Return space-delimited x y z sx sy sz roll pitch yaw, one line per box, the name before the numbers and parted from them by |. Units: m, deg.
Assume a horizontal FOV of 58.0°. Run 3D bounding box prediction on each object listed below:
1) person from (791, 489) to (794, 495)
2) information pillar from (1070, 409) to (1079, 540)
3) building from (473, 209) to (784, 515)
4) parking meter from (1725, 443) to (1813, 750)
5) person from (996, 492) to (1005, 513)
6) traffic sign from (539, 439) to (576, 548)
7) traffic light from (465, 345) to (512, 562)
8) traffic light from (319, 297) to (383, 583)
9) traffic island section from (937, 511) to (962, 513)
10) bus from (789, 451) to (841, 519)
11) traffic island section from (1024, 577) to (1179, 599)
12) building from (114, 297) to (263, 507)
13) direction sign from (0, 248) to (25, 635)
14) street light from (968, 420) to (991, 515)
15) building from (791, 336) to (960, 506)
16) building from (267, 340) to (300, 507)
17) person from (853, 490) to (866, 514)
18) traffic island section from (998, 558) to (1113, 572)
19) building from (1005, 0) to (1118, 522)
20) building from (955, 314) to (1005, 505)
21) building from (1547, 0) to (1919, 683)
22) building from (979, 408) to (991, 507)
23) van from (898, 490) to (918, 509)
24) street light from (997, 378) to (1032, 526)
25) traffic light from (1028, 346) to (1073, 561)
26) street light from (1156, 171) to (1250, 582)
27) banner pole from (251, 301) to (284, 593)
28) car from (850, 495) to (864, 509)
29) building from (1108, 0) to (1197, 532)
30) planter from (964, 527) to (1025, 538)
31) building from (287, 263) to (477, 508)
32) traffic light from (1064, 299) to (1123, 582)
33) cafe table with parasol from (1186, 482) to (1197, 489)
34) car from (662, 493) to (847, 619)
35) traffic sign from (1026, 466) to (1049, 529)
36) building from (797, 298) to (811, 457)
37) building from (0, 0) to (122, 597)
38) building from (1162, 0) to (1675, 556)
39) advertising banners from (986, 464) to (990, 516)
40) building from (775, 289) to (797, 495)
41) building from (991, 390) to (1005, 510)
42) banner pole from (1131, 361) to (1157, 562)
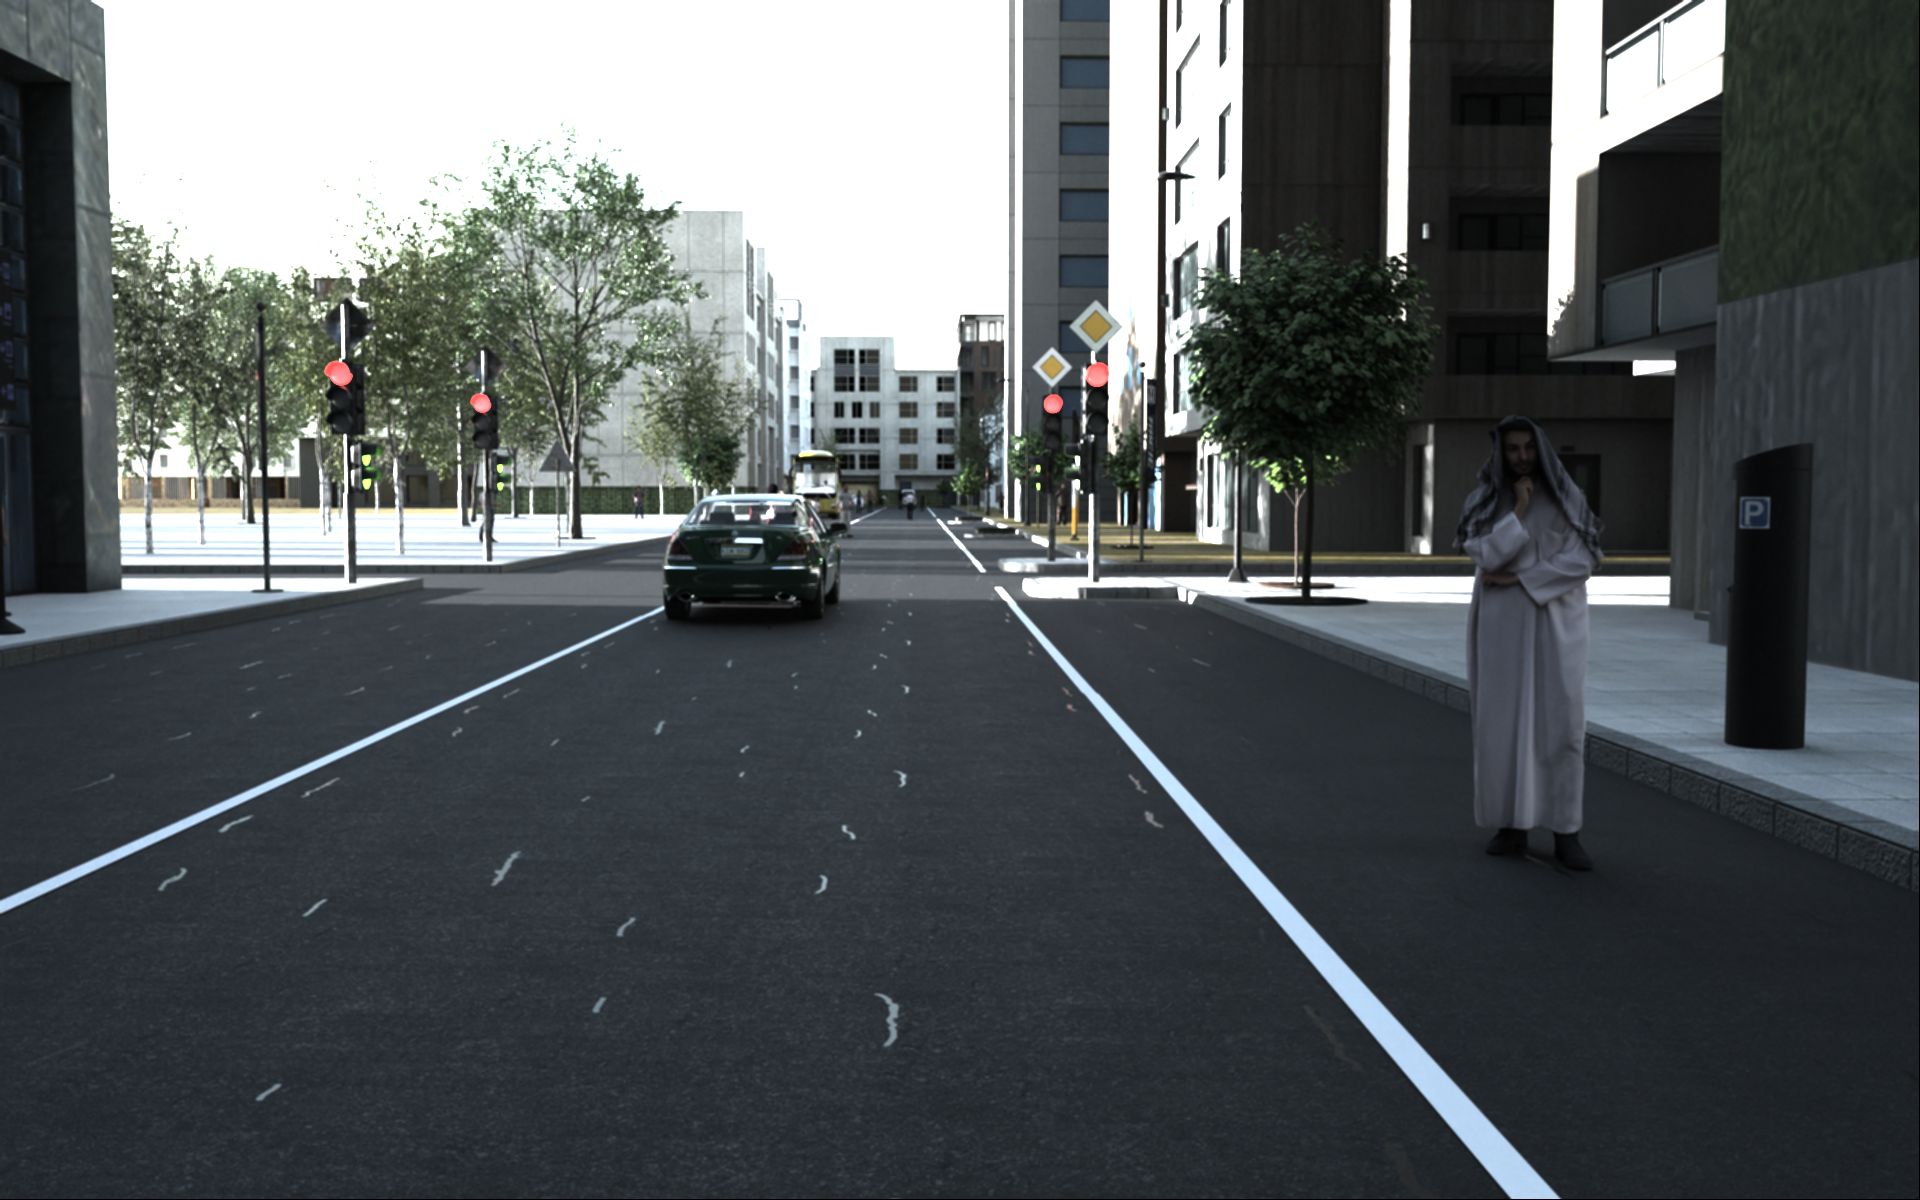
person | -15.835 -9.678 165.002 0.721 1.743 1.217 1 4 12
information pillar | 3.205 -3.466 48.030 0.183 3.616 0.504 1 4 16
building | -22.220 -15.727 123.598 16.747 18.905 31.486 0 4 -1
parking meter | 4.119 -0.025 8.824 0.372 1.533 0.369 0 3 0
person | 2.810 -6.562 116.597 1.065 1.426 0.557 -2 4 -35
traffic sign | -9.579 -2.524 41.266 0.884 2.594 0.081 0 4 1
traffic light | -8.945 -2.683 32.784 0.839 4.253 0.868 0 4 -1
traffic light | -8.740 -2.195 24.801 0.839 4.253 0.868 0 4 -1
traffic island section | -0.836 -6.857 134.975 1.991 0.108 1.994 0 4 -1
bus | -8.404 -6.776 102.328 2.896 3.916 12.252 0 4 -3
traffic island section | 1.978 -0.179 25.205 2.009 0.180 2.903 0 4 -1
building | -78.488 -19.368 173.089 11.380 20.091 16.016 0 4 -1
direction sign | -8.816 -1.458 15.830 0.379 3.537 0.876 0 4 -7
street light | 1.211 -8.299 108.230 1.470 5.913 1.316 0 4 -1
building | -15.931 -20.511 201.804 31.486 18.905 16.747 0 4 -1
building | -81.064 -20.982 199.476 11.380 20.091 16.016 0 4 -1
person | -7.479 -7.243 127.635 1.217 1.735 0.721 2 4 26
traffic island section | 1.773 -0.667 33.187 2.009 0.180 2.903 0 4 -1
building | 12.932 -33.676 92.599 21.231 58.520 28.212 0 4 -1
building | 16.007 -22.208 207.082 32.646 21.610 27.936 0 4 -1
building | 13.408 -20.300 15.508 14.154 41.232 14.086 0 4 -1
building | 6.863 -13.880 169.077 9.099 9.664 28.070 0 4 -1
van | -5.152 -10.113 172.365 2.013 2.044 4.112 0 4 -1
street light | 2.178 -5.944 69.733 1.470 5.913 1.316 0 4 -1
traffic light | 1.733 -2.700 33.072 0.839 4.253 0.868 0 4 -1
street light | 3.518 -3.216 25.117 1.470 5.913 1.316 0 4 -1
banner pole | -9.033 -1.981 22.407 0.401 3.779 0.863 -1 4 -15
car | -10.156 -9.400 166.054 2.083 1.381 4.827 0 4 -1
building | 13.249 -25.305 63.849 14.600 45.320 14.200 0 4 -1
planter | 1.137 -2.251 57.935 1.991 0.319 1.994 0 4 -1
building | -44.568 -19.782 167.412 32.646 21.610 27.936 0 4 -1
traffic light | 1.937 -2.212 25.090 0.839 4.253 0.868 0 4 -1
cafe table with parasol | 9.911 -4.261 74.541 2.610 1.966 2.610 3 4 36
car | -2.484 -0.582 21.308 2.131 1.459 4.920 0 4 0
traffic sign | 2.863 -3.891 63.615 0.884 2.594 0.081 0 4 8
building | -20.882 -19.400 173.610 11.380 20.091 16.016 0 4 -1
building | -26.531 -42.603 9.229 31.000 86.520 22.319 0 4 -1
building | 12.784 -16.475 41.066 14.107 30.474 14.160 0 4 -1
advertising banners | 1.645 -6.434 101.389 0.090 3.025 2.074 0 4 6
building | -23.507 -18.416 157.524 16.016 20.091 11.380 0 4 -1
building | 7.927 -12.137 140.588 9.099 9.664 28.070 0 4 -1
banner pole | 3.557 -2.623 32.906 0.401 3.779 0.863 2 4 31
